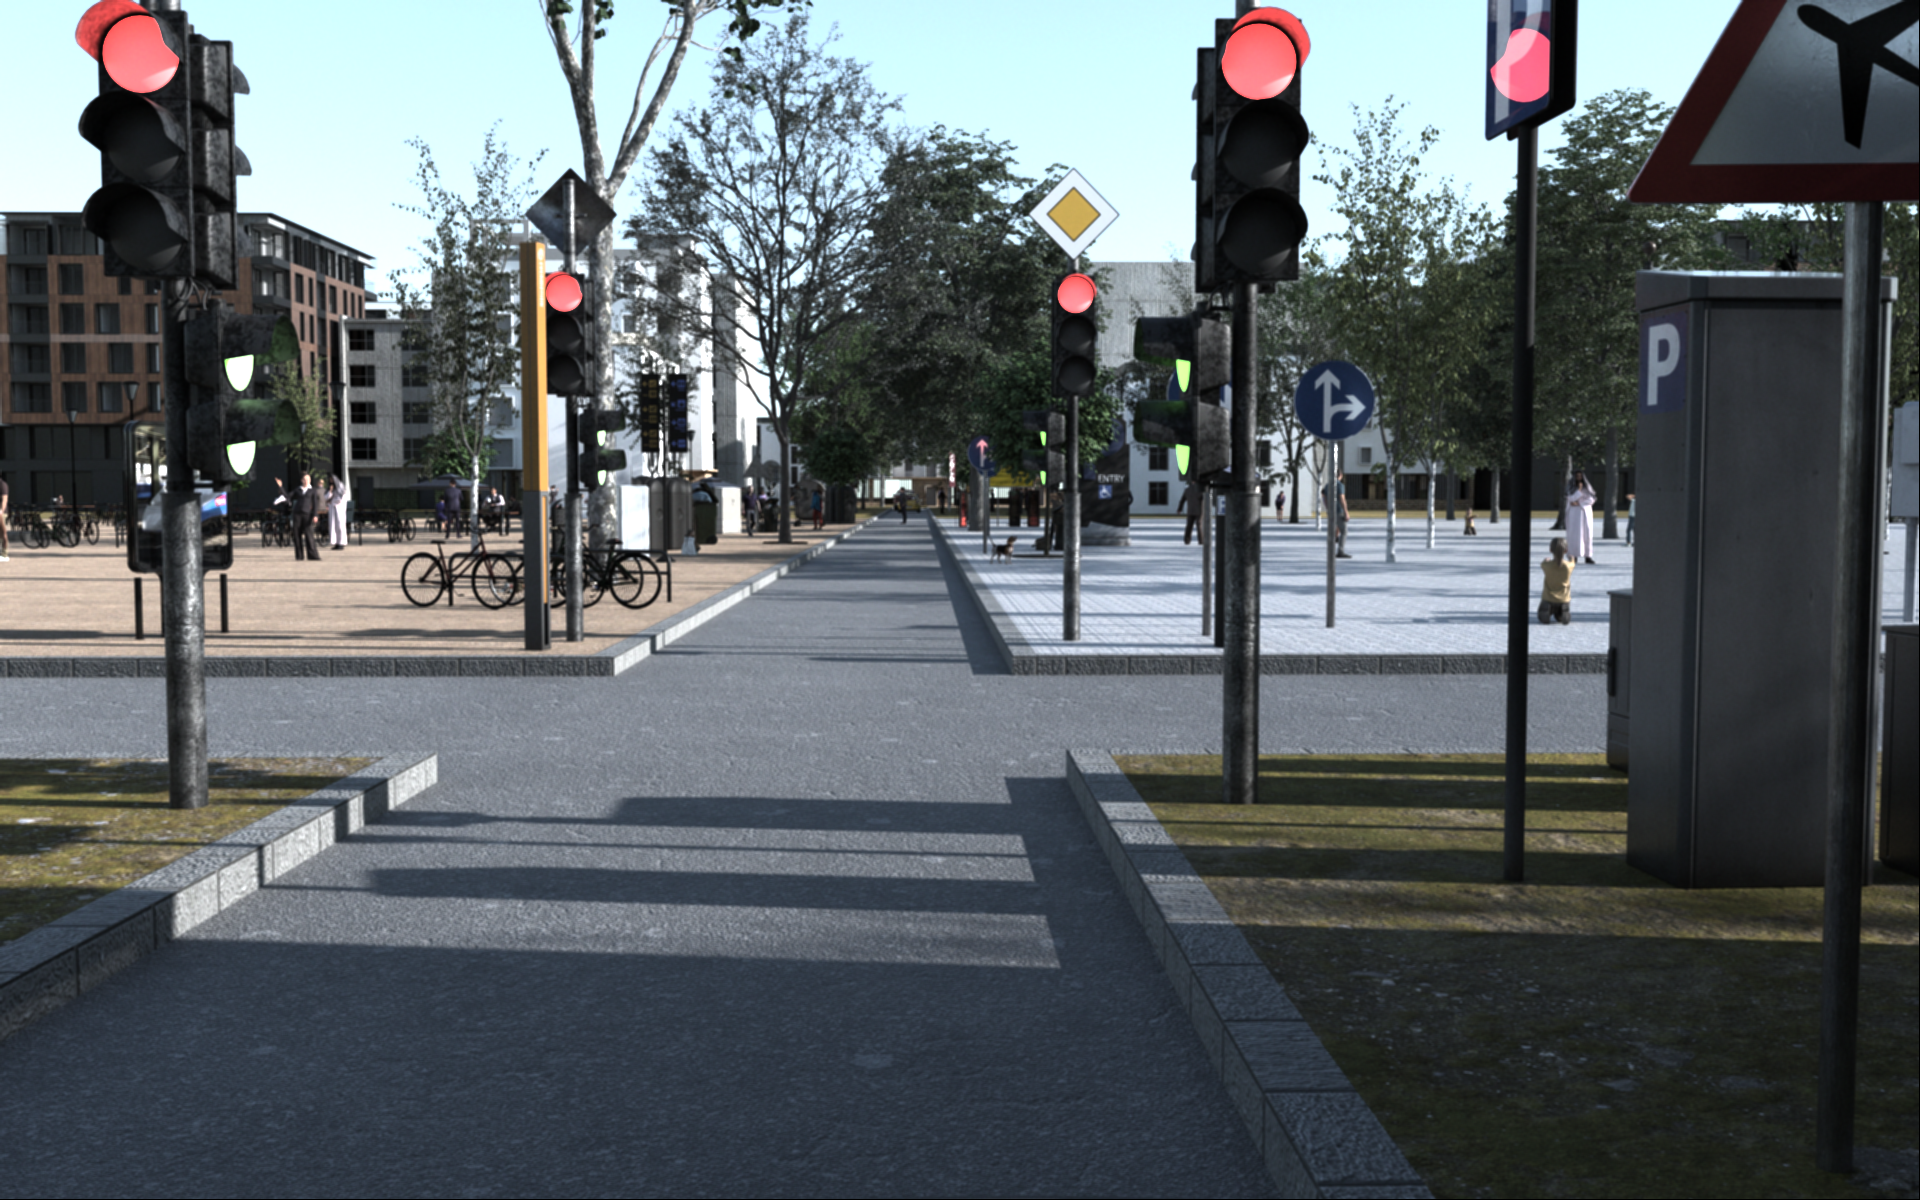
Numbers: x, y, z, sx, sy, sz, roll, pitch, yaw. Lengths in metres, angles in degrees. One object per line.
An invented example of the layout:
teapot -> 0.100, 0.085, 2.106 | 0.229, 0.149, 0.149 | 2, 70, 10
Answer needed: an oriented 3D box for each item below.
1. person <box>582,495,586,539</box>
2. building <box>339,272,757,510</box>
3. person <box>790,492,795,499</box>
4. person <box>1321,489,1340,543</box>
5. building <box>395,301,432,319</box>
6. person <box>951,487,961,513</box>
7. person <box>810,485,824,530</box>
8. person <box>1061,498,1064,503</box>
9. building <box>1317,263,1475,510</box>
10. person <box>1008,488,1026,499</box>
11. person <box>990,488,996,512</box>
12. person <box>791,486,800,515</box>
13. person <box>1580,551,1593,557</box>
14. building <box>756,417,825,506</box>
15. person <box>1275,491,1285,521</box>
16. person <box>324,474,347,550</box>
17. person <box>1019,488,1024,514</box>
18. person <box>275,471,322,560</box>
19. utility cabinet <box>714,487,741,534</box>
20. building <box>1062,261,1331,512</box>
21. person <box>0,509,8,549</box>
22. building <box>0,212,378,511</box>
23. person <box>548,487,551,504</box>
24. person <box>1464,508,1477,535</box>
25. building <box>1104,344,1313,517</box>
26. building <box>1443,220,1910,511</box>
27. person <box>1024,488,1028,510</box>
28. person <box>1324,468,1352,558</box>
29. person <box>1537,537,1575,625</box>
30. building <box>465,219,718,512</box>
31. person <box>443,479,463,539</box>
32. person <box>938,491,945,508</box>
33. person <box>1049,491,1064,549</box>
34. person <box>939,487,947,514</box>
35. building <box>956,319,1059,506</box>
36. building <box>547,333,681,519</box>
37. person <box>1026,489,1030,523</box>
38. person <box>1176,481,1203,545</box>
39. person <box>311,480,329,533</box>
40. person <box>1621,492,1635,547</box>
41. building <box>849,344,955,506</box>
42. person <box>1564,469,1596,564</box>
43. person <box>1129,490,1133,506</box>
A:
person -> -10.906, -2.409, 49.338 | 0.435, 1.345, 0.340 | -2, 4, -30
building -> -33.832, -17.144, 146.759 | 31.486, 18.905, 16.747 | 0, 4, -1
person -> -12.109, -7.475, 128.982 | 1.217, 1.735, 0.721 | 2, 4, 24
person -> 9.732, -2.207, 45.361 | 0.421, 1.427, 0.697 | -3, 4, -36
building -> -69.012, -21.611, 197.317 | 32.646, 21.610, 27.936 | 0, 4, -1
person -> -0.124, -6.639, 115.378 | 1.217, 1.735, 0.721 | 3, 4, 37
person -> -5.089, -3.303, 61.750 | 0.444, 1.614, 0.593 | -1, 4, -15
person -> 7.520, -7.294, 128.494 | 0.628, 1.438, 0.799 | 0, 4, 0
building -> 36.495, -17.887, 148.875 | 11.380, 20.091, 16.016 | 0, 4, -1
person -> 4.024, -7.123, 122.593 | 1.348, 1.812, 0.705 | 0, 4, 2
person -> 2.381, -7.264, 125.610 | 0.445, 1.727, 0.742 | 0, 4, -2
person -> -9.966, -6.149, 106.561 | 0.705, 1.826, 1.348 | 2, 4, 28
person -> 12.872, -1.612, 35.629 | 0.776, 1.435, 0.726 | -1, 4, -12
building -> -27.072, -15.135, 189.602 | 28.070, 9.664, 9.099 | 0, 4, -1
person -> 15.120, -4.430, 81.706 | 0.421, 1.427, 0.697 | 0, 4, -4
person -> -14.390, -2.030, 39.908 | 0.551, 1.740, 0.621 | 0, 4, 1
person -> 4.029, -6.404, 111.556 | 0.445, 1.727, 0.742 | -2, 4, -28
person -> -12.746, -1.622, 33.358 | 0.742, 1.727, 0.445 | -3, 5, -41
utility cabinet -> -7.431, -2.865, 55.527 | 0.318, 1.500, 1.173 | 1, 4, 23
building -> 17.985, -16.754, 140.389 | 16.747, 18.905, 31.486 | 0, 4, -1
person -> -8.638, -0.537, 14.969 | 0.875, 1.805, 0.789 | -2, 4, -24
building -> -66.432, -18.077, 139.536 | 32.646, 21.610, 27.936 | 0, 4, -1
person -> -11.193, -2.442, 46.113 | 0.789, 1.805, 0.875 | 3, 5, 44
person -> 15.935, -2.451, 54.036 | 0.347, 0.859, 0.695 | 0, 4, 2
building -> 15.077, -10.320, 110.872 | 9.099, 9.664, 28.070 | 0, 4, -1
building -> 59.463, -18.308, 143.304 | 32.646, 21.610, 27.936 | 0, 4, -1
person -> 5.168, -8.000, 136.807 | 0.705, 1.831, 1.348 | 1, 4, 11
person -> 7.613, -1.755, 34.866 | 0.434, 1.807, 0.598 | -1, 4, -18
person -> 5.944, -0.201, 17.258 | 0.347, 0.859, 0.695 | 1, 4, 18
building -> -25.791, -16.360, 123.905 | 16.016, 20.091, 11.380 | 0, 4, -1
person -> -14.616, -2.631, 49.980 | 0.541, 1.710, 0.530 | 0, 4, -7
person -> -1.713, -9.388, 159.404 | 0.709, 1.838, 0.599 | 0, 4, -7
person -> 2.220, -1.857, 40.320 | 0.435, 1.345, 0.340 | -1, 4, -10
person -> -1.057, -6.442, 112.199 | 0.721, 1.723, 1.217 | 1, 4, 19
building -> 4.832, -20.569, 192.725 | 11.380, 20.091, 16.016 | 0, 4, -1
building -> -21.314, -9.916, 104.280 | 9.099, 9.664, 28.070 | 0, 4, -1
person -> 3.133, -4.210, 77.564 | 0.574, 1.496, 0.600 | -2, 4, -31
person -> 5.964, -2.286, 43.975 | 0.990, 1.755, 0.434 | 3, 4, 37
person -> -21.250, -3.108, 57.408 | 0.434, 1.755, 0.990 | 1, 4, 19
person -> 16.399, -1.979, 42.302 | 0.340, 1.345, 0.435 | 3, 5, 40
building -> -6.709, -20.565, 192.665 | 11.380, 20.091, 16.016 | 0, 4, -1
person -> 11.451, -1.550, 32.062 | 0.551, 1.740, 0.621 | -1, 4, -8
person -> 5.915, -3.411, 62.521 | 0.576, 1.737, 0.504 | -1, 4, -8
